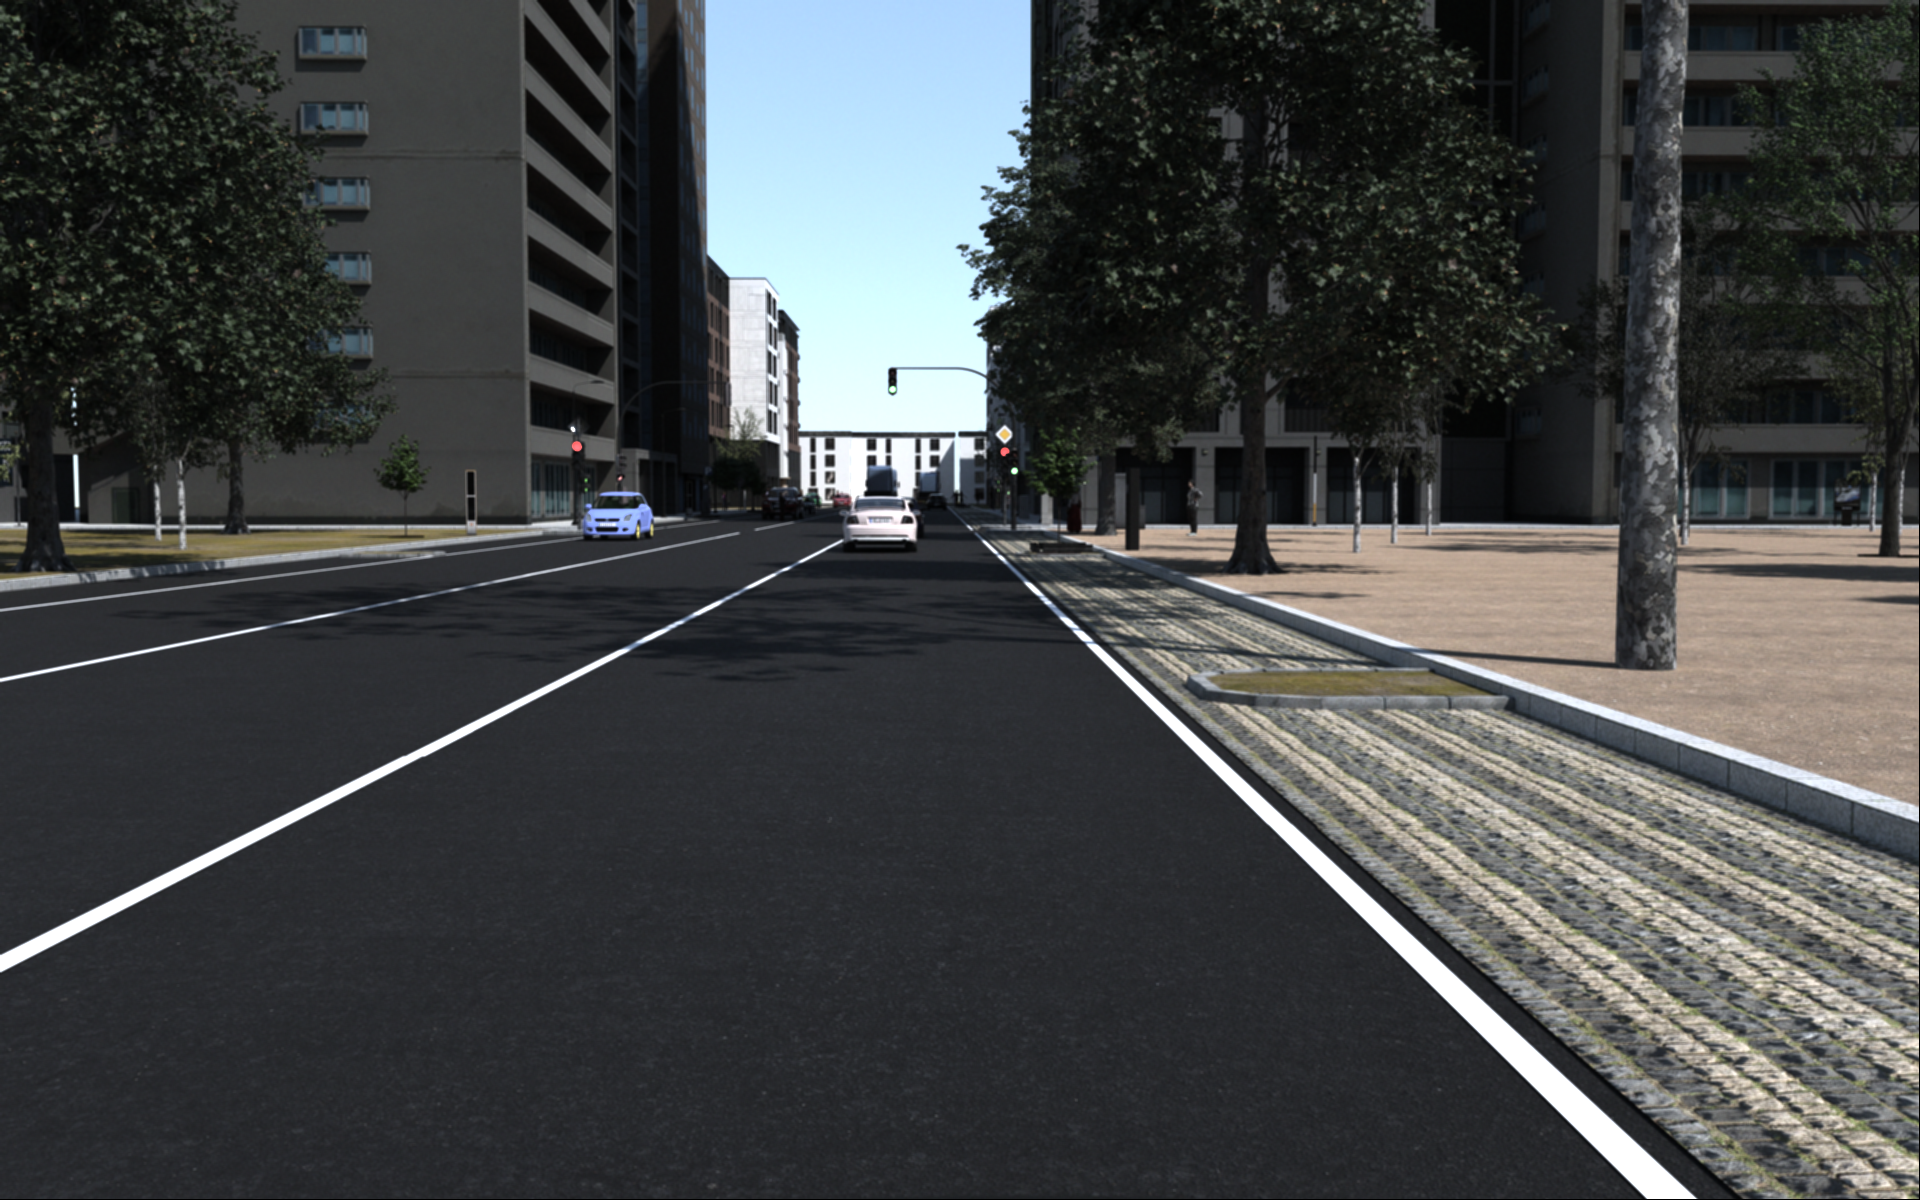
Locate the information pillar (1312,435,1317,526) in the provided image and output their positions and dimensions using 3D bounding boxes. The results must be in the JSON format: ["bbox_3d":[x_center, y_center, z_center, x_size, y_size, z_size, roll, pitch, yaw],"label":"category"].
[{"bbox_3d":[14.243,-4.777,69.466,0.183,3.616,0.504,1,4,13],"label":"information pillar"}]

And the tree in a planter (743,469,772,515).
[{"bbox_3d":[-14.197,-7.613,121.689,1.991,3.239,1.994,0,4,-1],"label":"tree in a planter"}]

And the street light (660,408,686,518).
[{"bbox_3d":[-15.576,-7.433,94.072,1.470,5.913,1.316,0,4,-1],"label":"street light"}]

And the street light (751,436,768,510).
[{"bbox_3d":[-16.122,-10.197,139.264,1.470,5.913,1.316,0,4,-1],"label":"street light"}]

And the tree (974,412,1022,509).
[{"bbox_3d":[3.509,-12.218,150.120,4.360,8.622,3.978,0,3,0],"label":"tree"}]

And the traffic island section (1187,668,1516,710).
[{"bbox_3d":[2.670,0.639,12.419,1.991,0.108,1.994,0,4,-1],"label":"traffic island section"}]

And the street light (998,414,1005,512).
[{"bbox_3d":[2.864,-7.806,100.171,1.470,5.913,1.316,0,4,-1],"label":"street light"}]

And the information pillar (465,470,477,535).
[{"bbox_3d":[-15.199,-3.018,53.830,0.304,2.012,0.304,-1,4,-18],"label":"information pillar"}]

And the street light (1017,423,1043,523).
[{"bbox_3d":[3.150,-6.432,77.707,1.470,5.913,1.316,0,4,-1],"label":"street light"}]

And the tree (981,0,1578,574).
[{"bbox_3d":[4.849,-6.771,27.717,9.611,12.733,9.660,0,3,0],"label":"tree"}]

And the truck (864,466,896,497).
[{"bbox_3d":[-7.627,-10.288,157.960,2.967,4.110,18.799,0,4,0],"label":"truck"}]

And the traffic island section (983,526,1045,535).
[{"bbox_3d":[1.949,-2.448,62.310,2.009,0.180,2.903,0,4,-1],"label":"traffic island section"}]

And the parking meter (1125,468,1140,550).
[{"bbox_3d":[3.936,-2.067,39.513,0.255,1.863,0.399,0,4,-7],"label":"parking meter"}]

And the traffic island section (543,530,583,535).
[{"bbox_3d":[-13.651,-2.435,62.087,2.009,0.180,2.903,0,4,-1],"label":"traffic island section"}]

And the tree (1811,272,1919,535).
[{"bbox_3d":[29.246,-6.341,54.032,4.737,8.622,4.395,0,3,0],"label":"tree"}]

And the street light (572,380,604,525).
[{"bbox_3d":[-15.226,-6.011,70.820,1.470,5.913,1.316,0,4,-1],"label":"street light"}]

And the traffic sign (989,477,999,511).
[{"bbox_3d":[2.607,-8.092,132.408,0.768,2.556,0.104,0,4,0],"label":"traffic sign"}]

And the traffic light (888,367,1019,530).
[{"bbox_3d":[-0.182,-5.343,62.023,4.771,5.953,1.251,0,4,-1],"label":"traffic light"}]

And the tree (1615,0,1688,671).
[{"bbox_3d":[6.330,-9.512,11.404,12.611,20.169,13.585,0,3,0],"label":"tree"}]

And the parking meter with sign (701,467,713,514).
[{"bbox_3d":[-16.086,-6.943,109.780,0.543,3.016,1.738,0,4,2],"label":"parking meter with sign"}]

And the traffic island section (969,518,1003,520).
[{"bbox_3d":[1.467,-4.428,95.265,1.991,0.108,1.994,0,4,-1],"label":"traffic island section"}]

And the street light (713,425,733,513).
[{"bbox_3d":[-15.940,-8.807,116.535,1.470,5.913,1.316,0,4,-1],"label":"street light"}]

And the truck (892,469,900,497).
[{"bbox_3d":[-7.902,-11.803,182.732,2.967,4.110,18.799,0,4,-2],"label":"truck"}]

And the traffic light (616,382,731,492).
[{"bbox_3d":[-11.637,-5.831,70.003,4.771,5.953,1.251,0,4,-1],"label":"traffic light"}]

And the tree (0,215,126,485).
[{"bbox_3d":[-22.123,-5.594,41.818,4.737,8.622,4.395,0,3,0],"label":"tree"}]

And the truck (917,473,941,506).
[{"bbox_3d":[-3.848,-13.491,210.340,2.967,4.110,18.799,0,4,-1],"label":"truck"}]

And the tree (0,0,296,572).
[{"bbox_3d":[-15.216,-6.821,28.532,9.611,12.733,9.660,0,3,0],"label":"tree"}]

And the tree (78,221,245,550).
[{"bbox_3d":[-17.918,-5.450,39.472,4.360,8.622,3.978,0,3,0],"label":"tree"}]

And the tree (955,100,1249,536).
[{"bbox_3d":[4.522,-8.975,53.397,9.857,13.997,8.962,0,3,0],"label":"tree"}]

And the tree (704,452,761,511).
[{"bbox_3d":[-17.606,-8.981,130.556,4.285,4.588,4.351,0,3,0],"label":"tree"}]

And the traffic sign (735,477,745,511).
[{"bbox_3d":[-16.284,-7.820,127.965,0.768,2.556,0.104,0,4,6],"label":"traffic sign"}]

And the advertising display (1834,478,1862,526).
[{"bbox_3d":[35.853,-3.961,69.974,0.974,1.923,0.123,3,4,38],"label":"advertising display"}]

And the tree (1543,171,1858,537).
[{"bbox_3d":[21.478,-7.135,51.073,8.767,10.594,7.601,1,4,20],"label":"tree"}]

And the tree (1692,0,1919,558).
[{"bbox_3d":[19.085,-6.676,34.909,9.928,11.665,9.643,0,3,0],"label":"tree"}]

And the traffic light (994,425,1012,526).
[{"bbox_3d":[1.792,-4.970,70.179,0.839,4.253,0.868,0,4,-1],"label":"traffic light"}]

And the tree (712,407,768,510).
[{"bbox_3d":[-18.033,-11.787,143.083,4.737,8.622,4.395,0,3,0],"label":"tree"}]

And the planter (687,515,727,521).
[{"bbox_3d":[-13.815,-4.507,94.837,1.991,0.319,1.994,0,4,-1],"label":"planter"}]

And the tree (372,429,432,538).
[{"bbox_3d":[-16.280,-3.458,51.133,1.663,3.219,1.824,0,3,0],"label":"tree"}]

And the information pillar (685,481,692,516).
[{"bbox_3d":[-15.777,-5.889,100.785,0.304,2.012,0.304,-2,4,-35],"label":"information pillar"}]

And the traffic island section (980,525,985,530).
[{"bbox_3d":[1.832,-2.937,70.294,2.009,0.180,2.903,0,4,-1],"label":"traffic island section"}]

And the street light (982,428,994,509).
[{"bbox_3d":[2.506,-9.185,122.709,1.470,5.913,1.316,0,4,-1],"label":"street light"}]

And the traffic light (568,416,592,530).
[{"bbox_3d":[-13.611,-4.467,61.953,0.839,4.253,0.868,0,4,-1],"label":"traffic light"}]

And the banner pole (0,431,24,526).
[{"bbox_3d":[-37.672,-4.816,68.757,0.863,3.779,0.401,-1,4,-22],"label":"banner pole"}]

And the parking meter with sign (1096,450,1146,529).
[{"bbox_3d":[5.868,-4.086,63.070,1.738,3.016,0.543,0,4,-7],"label":"parking meter with sign"}]

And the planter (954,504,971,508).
[{"bbox_3d":[-0.057,-10.893,199.240,1.991,0.319,1.994,0,4,-1],"label":"planter"}]

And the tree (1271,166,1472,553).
[{"bbox_3d":[8.664,-5.319,37.333,4.360,8.622,3.978,0,3,0],"label":"tree"}]

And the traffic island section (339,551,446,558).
[{"bbox_3d":[-13.006,-1.048,39.999,1.991,0.108,1.994,0,4,-1],"label":"traffic island section"}]

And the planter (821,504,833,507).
[{"bbox_3d":[-15.325,-10.889,199.180,1.991,0.319,1.994,0,4,-1],"label":"planter"}]

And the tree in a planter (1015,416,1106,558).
[{"bbox_3d":[2.276,-2.595,39.645,1.991,3.239,1.994,0,4,-1],"label":"tree in a planter"}]
